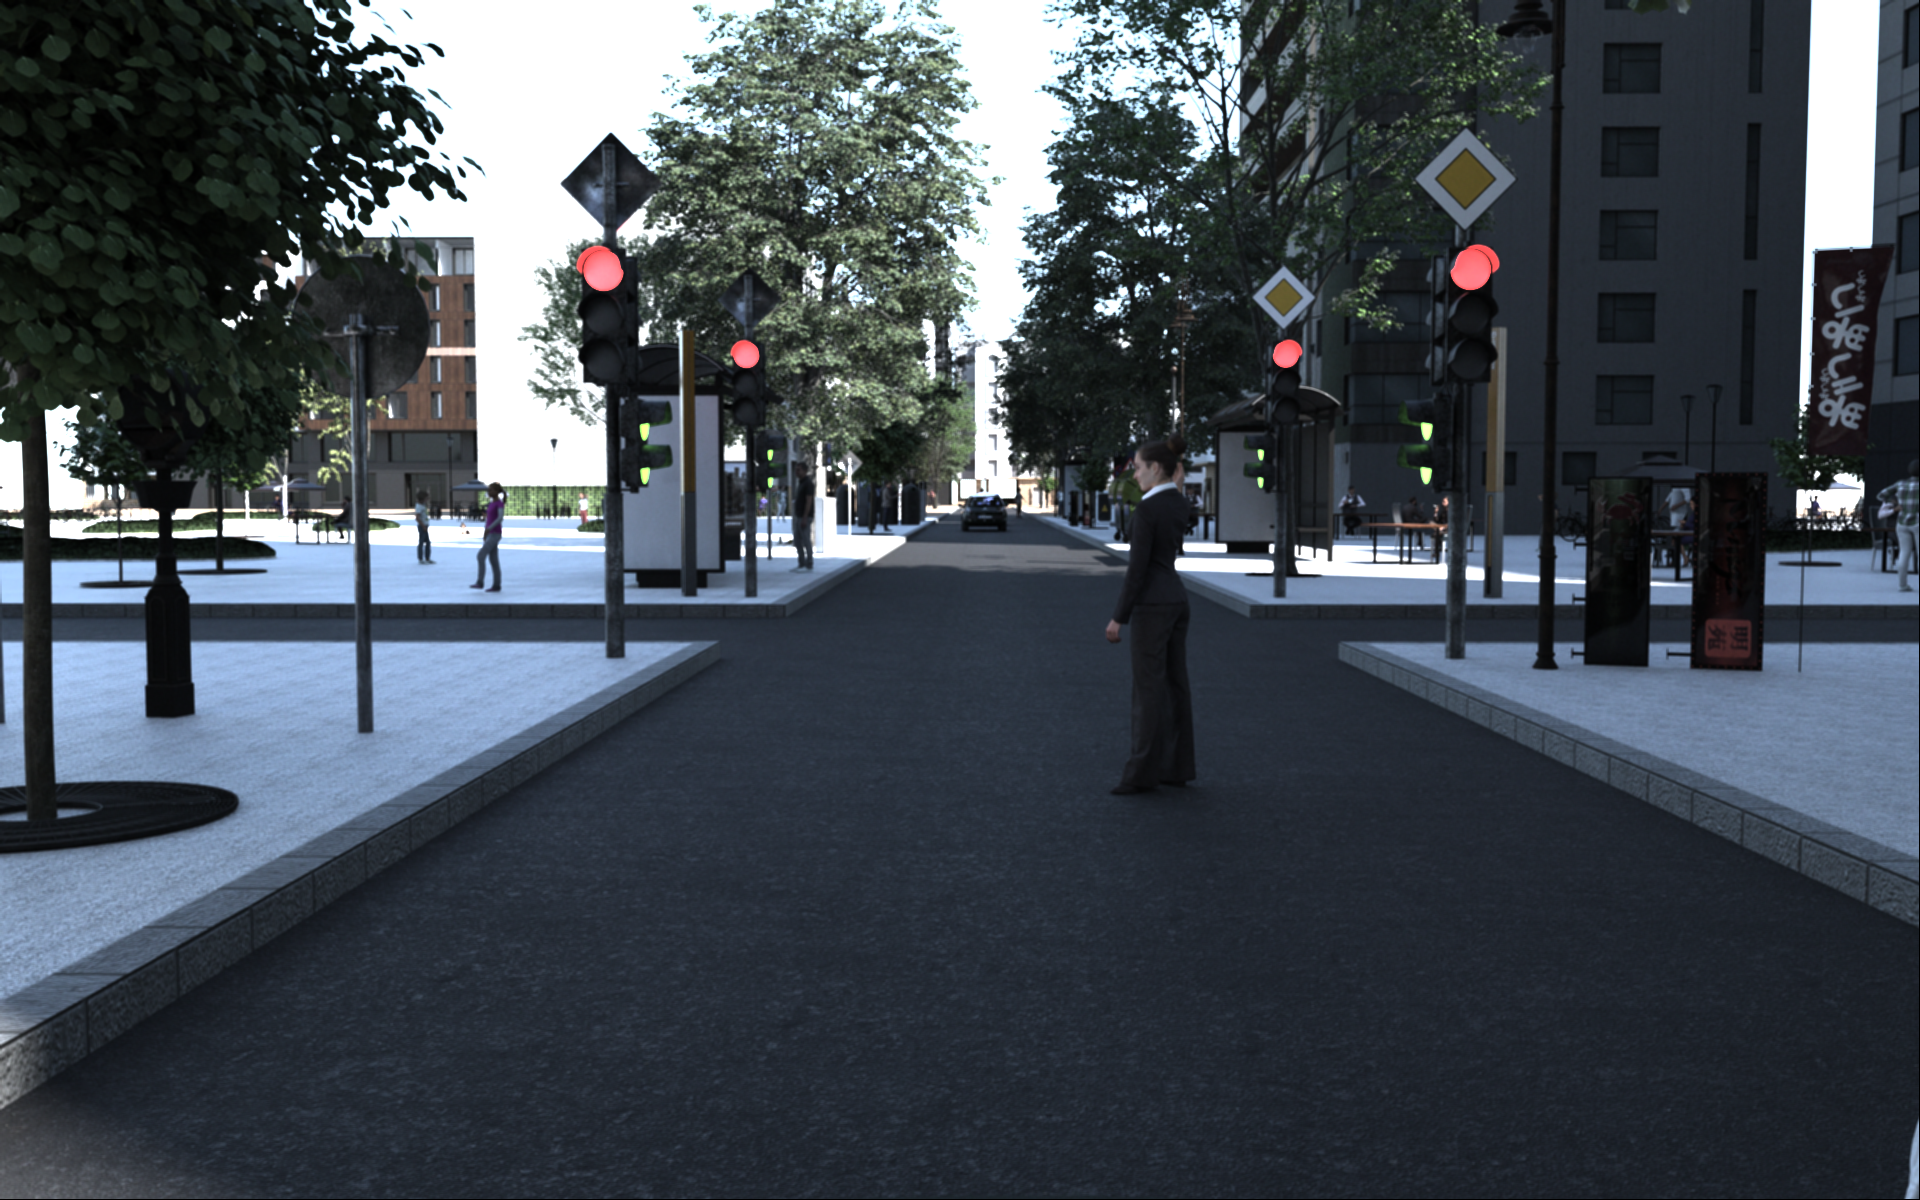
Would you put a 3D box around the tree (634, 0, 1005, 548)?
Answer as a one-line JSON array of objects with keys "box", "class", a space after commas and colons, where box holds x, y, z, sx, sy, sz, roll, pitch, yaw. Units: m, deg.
[{"box": [-3.774, -8.236, 41.320, 9.857, 13.997, 8.962, 0, 3, 0], "class": "tree"}]

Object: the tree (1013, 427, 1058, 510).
[{"box": [6.387, -11.304, 135.187, 4.360, 8.622, 3.978, 0, 3, 0], "class": "tree"}]

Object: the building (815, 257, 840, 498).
[{"box": [-18.043, -17.014, 134.593, 16.016, 20.091, 11.380, 0, 4, 1], "class": "building"}]

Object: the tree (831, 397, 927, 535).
[{"box": [-2.748, -4.311, 54.200, 4.285, 4.588, 4.351, 0, 3, 0], "class": "tree"}]

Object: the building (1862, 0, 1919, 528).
[{"box": [35.113, -36.539, 35.658, 20.611, 71.187, 20.563, 0, 4, 1], "class": "building"}]

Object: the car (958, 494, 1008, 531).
[{"box": [0.922, -3.564, 68.052, 2.009, 1.686, 4.222, 0, 4, -1], "class": "car"}]

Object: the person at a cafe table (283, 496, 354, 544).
[{"box": [-16.142, -2.064, 44.608, 1.726, 1.238, 1.698, 2, 4, 25], "class": "person at a cafe table"}]

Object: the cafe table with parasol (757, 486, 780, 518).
[{"box": [-11.039, -5.513, 95.001, 2.610, 1.966, 2.610, 2, 4, 35], "class": "cafe table with parasol"}]

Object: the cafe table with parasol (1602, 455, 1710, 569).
[{"box": [12.240, -1.560, 30.369, 2.610, 1.966, 2.610, -2, 4, -25], "class": "cafe table with parasol"}]

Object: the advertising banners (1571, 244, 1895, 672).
[{"box": [5.574, -1.003, 12.584, 2.074, 3.025, 0.090, 1, 4, 23], "class": "advertising banners"}]

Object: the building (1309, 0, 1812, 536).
[{"box": [19.197, -17.613, 59.667, 14.160, 30.474, 14.107, 0, 4, 1], "class": "building"}]

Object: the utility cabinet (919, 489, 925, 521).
[{"box": [-2.142, -4.470, 81.759, 1.173, 1.500, 0.318, 3, 5, 43], "class": "utility cabinet"}]

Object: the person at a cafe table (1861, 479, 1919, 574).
[{"box": [15.658, -1.217, 28.408, 1.698, 1.524, 1.622, -1, 4, -12], "class": "person at a cafe table"}]

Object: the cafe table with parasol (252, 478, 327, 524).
[{"box": [-28.453, -4.271, 74.700, 2.610, 1.966, 2.610, 2, 4, 27], "class": "cafe table with parasol"}]

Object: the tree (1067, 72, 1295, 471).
[{"box": [6.060, -8.954, 53.056, 9.857, 13.997, 8.962, 0, 3, 0], "class": "tree"}]

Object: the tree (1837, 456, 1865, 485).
[{"box": [28.919, -4.334, 54.569, 4.285, 4.588, 4.351, 0, 3, 0], "class": "tree"}]

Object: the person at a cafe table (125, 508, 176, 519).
[{"box": [-32.634, -3.628, 70.182, 1.698, 1.238, 1.726, 3, 5, 45], "class": "person at a cafe table"}]

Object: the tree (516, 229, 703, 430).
[{"box": [-12.792, -8.560, 65.713, 9.928, 11.665, 9.643, 0, 3, 0], "class": "tree"}]

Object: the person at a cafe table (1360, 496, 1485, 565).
[{"box": [8.547, -1.286, 31.883, 1.726, 1.238, 1.698, -1, 4, -13], "class": "person at a cafe table"}]

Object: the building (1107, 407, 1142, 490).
[{"box": [18.270, -12.768, 150.899, 9.099, 9.664, 28.070, 0, 4, 1], "class": "building"}]

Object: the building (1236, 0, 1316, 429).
[{"box": [25.888, -28.204, 84.837, 21.300, 48.544, 21.600, 0, 4, 1], "class": "building"}]

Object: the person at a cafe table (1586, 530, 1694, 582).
[{"box": [10.176, -0.911, 25.754, 1.726, 1.238, 1.698, -3, 5, -43], "class": "person at a cafe table"}]

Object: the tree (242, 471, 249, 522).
[{"box": [-33.262, -7.925, 79.931, 4.360, 8.622, 3.978, 0, 3, 0], "class": "tree"}]

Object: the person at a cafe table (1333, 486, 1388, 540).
[{"box": [11.099, -2.473, 48.942, 1.698, 1.524, 1.622, 0, 4, 4], "class": "person at a cafe table"}]

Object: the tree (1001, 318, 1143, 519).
[{"box": [5.402, -9.418, 88.390, 8.767, 10.594, 7.601, 0, 4, -8], "class": "tree"}]

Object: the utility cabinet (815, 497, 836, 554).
[{"box": [-2.897, -1.605, 37.402, 0.306, 1.237, 1.020, -1, 4, -15], "class": "utility cabinet"}]

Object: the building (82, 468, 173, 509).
[{"box": [-70.887, -18.432, 157.786, 11.380, 20.091, 16.016, 0, 4, 1], "class": "building"}]

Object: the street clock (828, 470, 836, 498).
[{"box": [-3.882, -2.913, 52.190, 0.358, 2.002, 0.471, 1, 4, 9], "class": "street clock"}]

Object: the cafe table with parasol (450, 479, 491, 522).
[{"box": [-22.429, -4.619, 80.380, 2.610, 1.966, 2.610, -2, 4, -33], "class": "cafe table with parasol"}]

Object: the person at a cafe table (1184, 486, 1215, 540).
[{"box": [6.485, -2.479, 49.054, 1.698, 1.524, 1.622, 1, 4, 13], "class": "person at a cafe table"}]

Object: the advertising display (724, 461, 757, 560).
[{"box": [-4.417, -1.727, 33.458, 0.974, 1.923, 0.123, 0, 4, 3], "class": "advertising display"}]

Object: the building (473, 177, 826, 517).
[{"box": [-18.583, -15.067, 112.808, 16.747, 18.905, 31.486, 0, 4, 1], "class": "building"}]

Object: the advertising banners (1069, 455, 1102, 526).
[{"box": [5.062, -4.482, 69.468, 0.090, 3.025, 2.074, 3, 5, 44], "class": "advertising banners"}]

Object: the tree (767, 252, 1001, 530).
[{"box": [-3.192, -7.786, 61.711, 8.767, 10.594, 7.601, 0, 4, -1], "class": "tree"}]

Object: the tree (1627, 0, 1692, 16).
[{"box": [4.908, -5.383, 6.133, 7.486, 12.596, 7.792, 0, 3, 0], "class": "tree"}]

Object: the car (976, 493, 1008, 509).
[{"box": [1.279, -4.359, 80.853, 1.945, 1.707, 3.694, 0, 3, 0], "class": "car"}]

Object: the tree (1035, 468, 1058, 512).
[{"box": [6.025, -7.753, 121.356, 1.663, 3.219, 1.824, 0, 3, 0], "class": "tree"}]

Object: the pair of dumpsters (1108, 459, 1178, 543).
[{"box": [4.859, -2.645, 45.733, 1.574, 2.255, 4.437, 0, 4, 1], "class": "pair of dumpsters"}]

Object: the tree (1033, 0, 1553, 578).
[{"box": [4.889, -6.172, 26.670, 9.928, 11.665, 9.643, 0, 3, 0], "class": "tree"}]

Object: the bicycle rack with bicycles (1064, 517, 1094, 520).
[{"box": [6.494, -4.395, 85.239, 2.925, 0.926, 2.852, -1, 4, -13], "class": "bicycle rack with bicycles"}]

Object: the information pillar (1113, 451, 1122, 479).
[{"box": [7.095, -5.279, 77.672, 0.504, 3.616, 0.183, 0, 4, 6], "class": "information pillar"}]

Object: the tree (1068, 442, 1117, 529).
[{"box": [4.982, -4.246, 64.016, 1.663, 3.219, 1.824, 0, 3, 0], "class": "tree"}]

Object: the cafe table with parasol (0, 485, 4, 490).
[{"box": [-31.890, -3.071, 55.070, 2.610, 1.966, 2.610, 0, 4, -8], "class": "cafe table with parasol"}]

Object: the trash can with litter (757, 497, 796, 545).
[{"box": [-4.069, -1.998, 43.718, 1.678, 1.210, 2.233, -2, 4, -26], "class": "trash can with litter"}]

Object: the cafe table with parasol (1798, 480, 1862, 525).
[{"box": [35.631, -4.063, 71.292, 2.610, 1.966, 2.610, 2, 4, 33], "class": "cafe table with parasol"}]

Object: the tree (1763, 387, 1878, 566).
[{"box": [15.285, -2.241, 31.244, 1.663, 3.219, 1.824, 0, 3, 0], "class": "tree"}]

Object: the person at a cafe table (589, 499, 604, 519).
[{"box": [-15.871, -4.124, 78.295, 1.698, 1.238, 1.726, 0, 4, -3], "class": "person at a cafe table"}]

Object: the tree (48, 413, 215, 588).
[{"box": [-11.623, -1.807, 24.154, 1.663, 3.219, 1.824, 0, 3, 0], "class": "tree"}]

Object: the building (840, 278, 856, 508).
[{"box": [-15.146, -18.383, 156.984, 11.380, 20.091, 16.016, 0, 4, 1], "class": "building"}]

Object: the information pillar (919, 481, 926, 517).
[{"box": [-2.094, -5.662, 97.071, 0.304, 2.012, 0.304, 2, 4, 31], "class": "information pillar"}]

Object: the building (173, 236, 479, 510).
[{"box": [-48.952, -18.809, 151.504, 32.646, 21.610, 27.936, 0, 4, 1], "class": "building"}]

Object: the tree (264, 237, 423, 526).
[{"box": [-17.033, -6.017, 48.738, 4.737, 8.622, 4.395, 0, 3, 0], "class": "tree"}]

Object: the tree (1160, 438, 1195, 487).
[{"box": [11.156, -6.805, 94.971, 4.285, 4.588, 4.351, 0, 3, 0], "class": "tree"}]

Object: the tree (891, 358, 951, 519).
[{"box": [-3.011, -8.588, 90.784, 4.360, 8.622, 3.978, 0, 3, 0], "class": "tree"}]

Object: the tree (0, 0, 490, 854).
[{"box": [-3.553, -1.404, 6.673, 4.285, 4.588, 4.351, 0, 3, 0], "class": "tree"}]

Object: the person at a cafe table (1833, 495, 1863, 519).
[{"box": [45.222, -4.677, 87.324, 1.698, 1.238, 1.726, 1, 4, 10], "class": "person at a cafe table"}]

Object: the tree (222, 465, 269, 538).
[{"box": [-21.018, -3.422, 50.549, 1.663, 3.219, 1.824, 0, 3, 0], "class": "tree"}]

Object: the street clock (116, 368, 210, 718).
[{"box": [-4.574, -0.330, 9.973, 0.471, 2.002, 0.358, 1, 4, 13], "class": "street clock"}]
